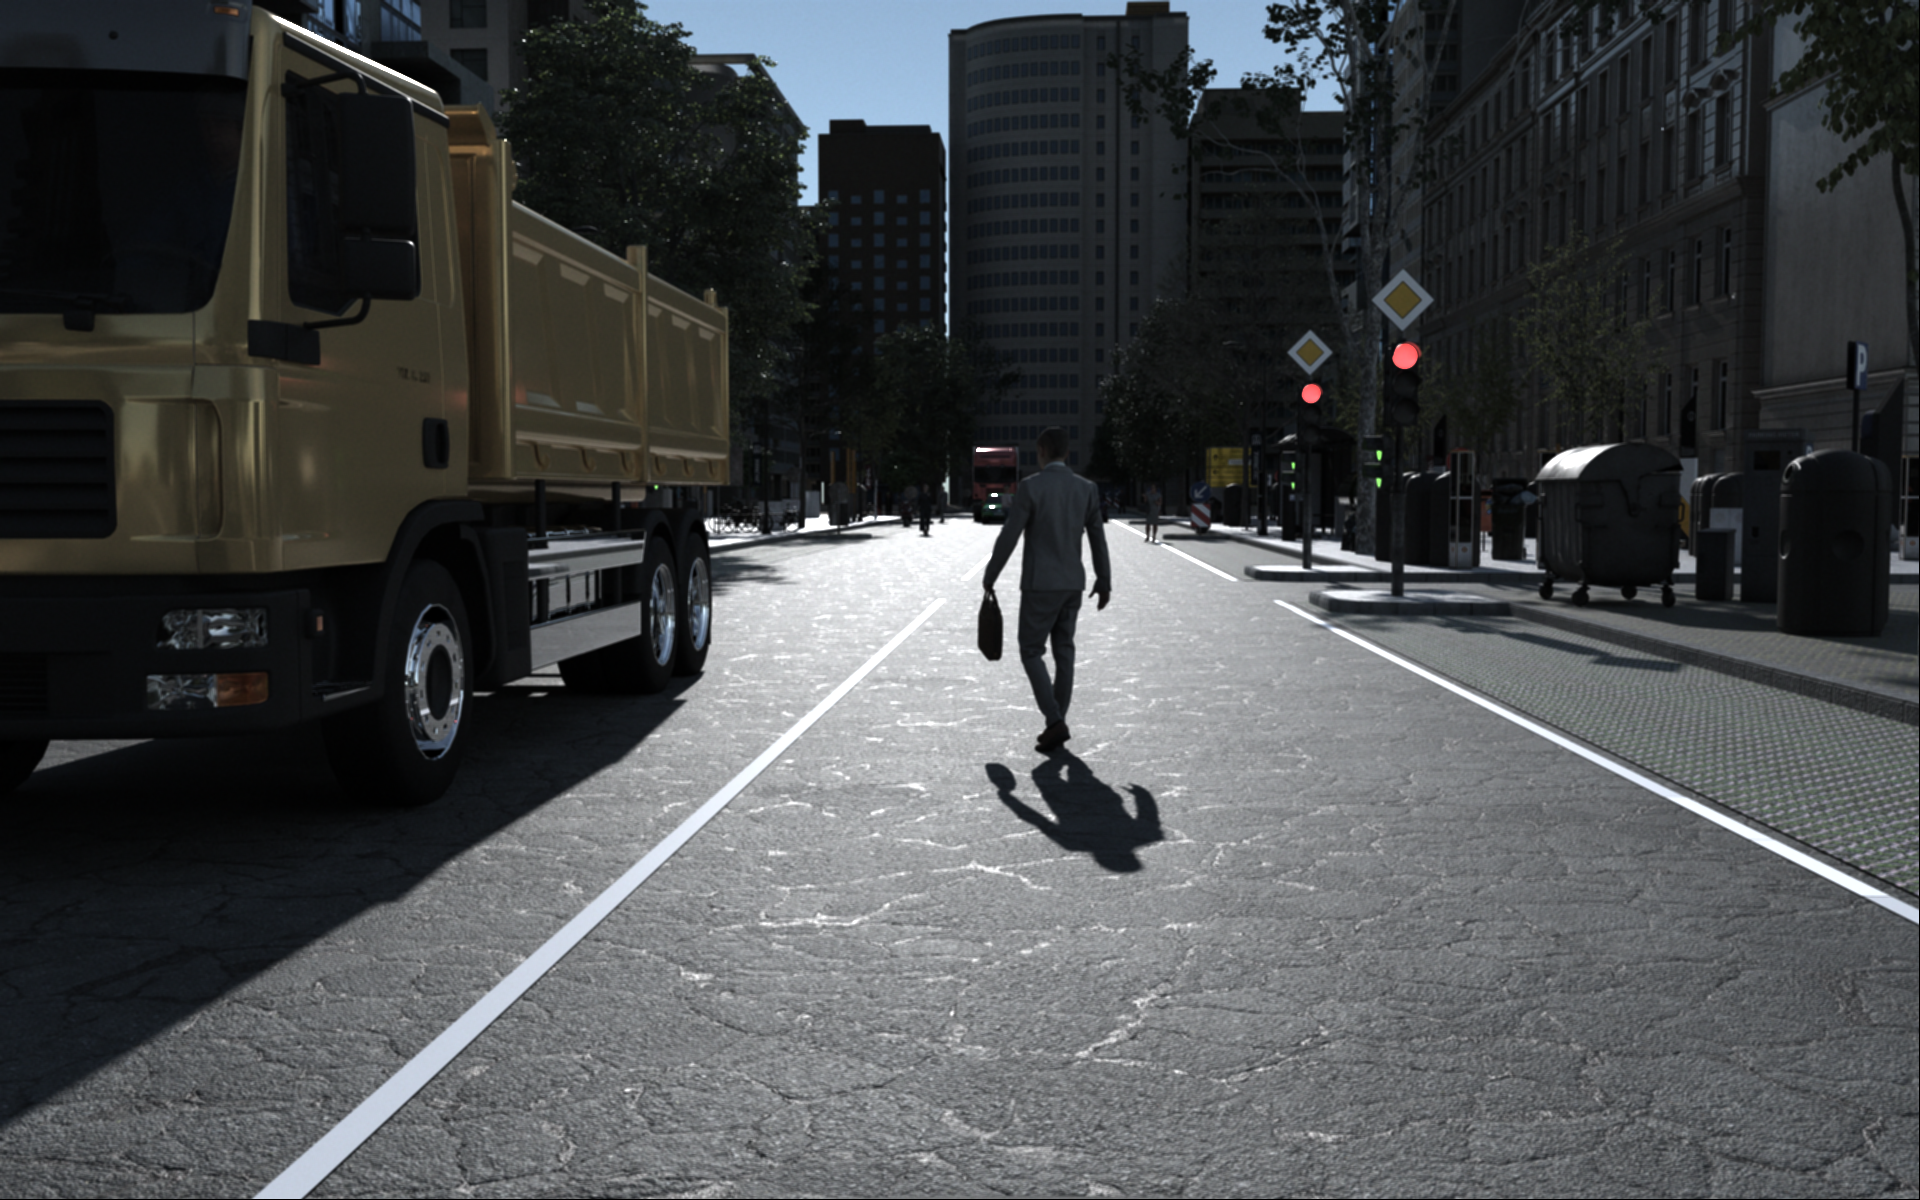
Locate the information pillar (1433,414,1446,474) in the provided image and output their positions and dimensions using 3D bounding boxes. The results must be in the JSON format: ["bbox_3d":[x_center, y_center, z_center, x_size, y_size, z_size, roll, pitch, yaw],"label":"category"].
[{"bbox_3d":[14.125,-3.648,51.001,0.183,3.616,0.504,-1,4,-21],"label":"information pillar"}]

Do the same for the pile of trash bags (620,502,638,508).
[{"bbox_3d":[-15.632,-4.197,78.377,3.447,1.369,1.912,2,4,35],"label":"pile of trash bags"}]

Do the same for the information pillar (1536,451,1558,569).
[{"bbox_3d":[10.032,-1.536,29.609,0.304,2.012,0.304,1,4,13],"label":"information pillar"}]

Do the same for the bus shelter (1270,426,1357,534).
[{"bbox_3d":[11.091,-3.697,54.374,2.014,3.302,5.546,0,4,3],"label":"bus shelter"}]

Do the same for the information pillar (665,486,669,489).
[{"bbox_3d":[-17.454,-6.066,103.668,0.304,2.012,0.304,2,4,33],"label":"information pillar"}]

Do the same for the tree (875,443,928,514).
[{"bbox_3d":[-3.750,-7.783,110.961,4.285,4.588,4.351,0,3,0],"label":"tree"}]

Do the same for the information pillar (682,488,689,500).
[{"bbox_3d":[-15.725,-5.795,99.232,0.304,2.012,0.304,0,4,0],"label":"information pillar"}]

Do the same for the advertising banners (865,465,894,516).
[{"bbox_3d":[-4.832,-6.525,102.873,2.074,3.025,0.090,2,4,32],"label":"advertising banners"}]

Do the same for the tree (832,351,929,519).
[{"bbox_3d":[-4.462,-8.515,89.589,4.737,8.622,4.395,0,3,0],"label":"tree"}]

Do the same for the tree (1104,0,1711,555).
[{"bbox_3d":[9.509,-11.109,37.520,12.611,20.169,13.585,0,3,0],"label":"tree"}]

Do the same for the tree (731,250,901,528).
[{"bbox_3d":[-5.693,-8.020,65.539,7.601,10.594,8.767,-2,4,-28],"label":"tree"}]

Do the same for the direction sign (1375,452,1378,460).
[{"bbox_3d":[20.448,-5.723,85.563,0.379,3.537,0.876,-1,4,-11],"label":"direction sign"}]

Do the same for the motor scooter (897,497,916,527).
[{"bbox_3d":[-2.337,-3.866,75.980,0.815,1.314,1.986,0,4,2],"label":"motor scooter"}]

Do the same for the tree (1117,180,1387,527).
[{"bbox_3d":[11.209,-9.585,67.083,12.009,13.543,11.850,0,3,0],"label":"tree"}]

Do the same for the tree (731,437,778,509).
[{"bbox_3d":[-12.190,-7.101,99.820,4.285,4.588,4.351,0,3,0],"label":"tree"}]

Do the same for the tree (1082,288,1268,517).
[{"bbox_3d":[12.428,-11.003,96.914,9.611,12.733,9.660,0,3,0],"label":"tree"}]

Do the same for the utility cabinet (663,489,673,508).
[{"bbox_3d":[-12.438,-3.844,71.533,1.173,1.500,0.318,2,4,24],"label":"utility cabinet"}]

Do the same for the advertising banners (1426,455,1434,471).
[{"bbox_3d":[22.019,-5.047,78.711,2.074,3.025,0.090,-1,4,-20],"label":"advertising banners"}]

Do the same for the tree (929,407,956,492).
[{"bbox_3d":[-1.770,-11.619,140.325,4.737,8.622,4.395,0,3,0],"label":"tree"}]

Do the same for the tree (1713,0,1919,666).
[{"bbox_3d":[7.233,-3.796,12.427,4.737,8.622,4.395,0,3,0],"label":"tree"}]

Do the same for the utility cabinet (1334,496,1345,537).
[{"bbox_3d":[11.629,-2.454,51.283,1.020,1.237,0.306,0,4,-3],"label":"utility cabinet"}]

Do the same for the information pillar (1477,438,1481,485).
[{"bbox_3d":[21.563,-4.936,72.053,0.183,3.616,0.504,1,4,21],"label":"information pillar"}]

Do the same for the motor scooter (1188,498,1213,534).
[{"bbox_3d":[7.912,-2.699,56.902,0.815,1.314,1.986,0,4,2],"label":"motor scooter"}]

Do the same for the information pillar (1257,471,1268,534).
[{"bbox_3d":[9.677,-3.114,55.403,0.304,2.012,0.304,1,4,16],"label":"information pillar"}]

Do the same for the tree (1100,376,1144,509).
[{"bbox_3d":[15.965,-13.873,152.579,9.928,11.665,9.643,0,3,0],"label":"tree"}]

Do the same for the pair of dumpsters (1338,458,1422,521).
[{"bbox_3d":[11.607,-2.779,47.930,1.574,2.255,4.437,0,4,3],"label":"pair of dumpsters"}]

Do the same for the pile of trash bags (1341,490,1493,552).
[{"bbox_3d":[10.289,-1.776,38.784,3.447,1.369,1.912,1,4,13],"label":"pile of trash bags"}]

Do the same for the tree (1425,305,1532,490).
[{"bbox_3d":[20.543,-7.197,68.038,4.737,8.622,4.395,0,3,0],"label":"tree"}]

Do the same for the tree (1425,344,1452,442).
[{"bbox_3d":[21.166,-8.055,82.058,4.360,8.622,3.978,0,3,0],"label":"tree"}]

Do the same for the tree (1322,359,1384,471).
[{"bbox_3d":[21.321,-8.751,93.446,4.737,8.622,4.395,0,3,0],"label":"tree"}]

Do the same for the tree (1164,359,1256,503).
[{"bbox_3d":[12.361,-8.300,86.068,4.737,8.622,4.395,0,3,0],"label":"tree"}]

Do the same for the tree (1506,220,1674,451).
[{"bbox_3d":[17.085,-5.937,47.432,4.360,8.622,3.978,0,3,0],"label":"tree"}]

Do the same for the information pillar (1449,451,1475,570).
[{"bbox_3d":[8.550,-1.531,29.527,0.304,2.012,0.304,-1,4,-9],"label":"information pillar"}]

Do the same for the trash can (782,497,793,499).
[{"bbox_3d":[-9.678,-5.247,97.446,0.748,1.137,0.748,0,3,0],"label":"trash can"}]

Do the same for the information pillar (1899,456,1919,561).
[{"bbox_3d":[18.358,-1.770,33.428,0.304,2.012,0.304,1,4,11],"label":"information pillar"}]

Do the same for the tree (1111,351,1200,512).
[{"bbox_3d":[14.310,-12.385,120.616,7.486,12.596,7.792,0,3,0],"label":"tree"}]

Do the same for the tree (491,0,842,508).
[{"bbox_3d":[-7.872,-8.392,43.869,9.857,13.997,8.962,0,3,0],"label":"tree"}]

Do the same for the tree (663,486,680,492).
[{"bbox_3d":[-15.132,-6.313,86.931,4.285,4.588,4.351,0,3,0],"label":"tree"}]

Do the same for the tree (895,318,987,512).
[{"bbox_3d":[-2.699,-13.309,124.258,9.857,13.997,8.962,0,3,0],"label":"tree"}]

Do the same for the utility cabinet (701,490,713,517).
[{"bbox_3d":[-13.972,-5.326,95.765,0.318,1.500,1.173,-2,4,-26],"label":"utility cabinet"}]

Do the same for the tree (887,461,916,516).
[{"bbox_3d":[-3.576,-6.498,100.842,1.663,3.219,1.824,0,3,0],"label":"tree"}]

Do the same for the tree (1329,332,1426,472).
[{"bbox_3d":[18.422,-7.736,76.846,4.360,8.622,3.978,0,3,0],"label":"tree"}]

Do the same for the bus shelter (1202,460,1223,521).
[{"bbox_3d":[12.506,-5.315,80.816,2.014,3.302,5.546,0,4,3],"label":"bus shelter"}]

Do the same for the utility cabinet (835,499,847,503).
[{"bbox_3d":[-5.947,-4.660,87.357,0.306,1.237,1.020,2,4,32],"label":"utility cabinet"}]

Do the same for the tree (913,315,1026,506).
[{"bbox_3d":[1.270,-19.887,181.034,12.611,20.169,13.585,0,3,0],"label":"tree"}]

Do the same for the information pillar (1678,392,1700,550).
[{"bbox_3d":[16.784,-2.967,39.868,0.183,3.616,0.504,-1,4,-20],"label":"information pillar"}]
